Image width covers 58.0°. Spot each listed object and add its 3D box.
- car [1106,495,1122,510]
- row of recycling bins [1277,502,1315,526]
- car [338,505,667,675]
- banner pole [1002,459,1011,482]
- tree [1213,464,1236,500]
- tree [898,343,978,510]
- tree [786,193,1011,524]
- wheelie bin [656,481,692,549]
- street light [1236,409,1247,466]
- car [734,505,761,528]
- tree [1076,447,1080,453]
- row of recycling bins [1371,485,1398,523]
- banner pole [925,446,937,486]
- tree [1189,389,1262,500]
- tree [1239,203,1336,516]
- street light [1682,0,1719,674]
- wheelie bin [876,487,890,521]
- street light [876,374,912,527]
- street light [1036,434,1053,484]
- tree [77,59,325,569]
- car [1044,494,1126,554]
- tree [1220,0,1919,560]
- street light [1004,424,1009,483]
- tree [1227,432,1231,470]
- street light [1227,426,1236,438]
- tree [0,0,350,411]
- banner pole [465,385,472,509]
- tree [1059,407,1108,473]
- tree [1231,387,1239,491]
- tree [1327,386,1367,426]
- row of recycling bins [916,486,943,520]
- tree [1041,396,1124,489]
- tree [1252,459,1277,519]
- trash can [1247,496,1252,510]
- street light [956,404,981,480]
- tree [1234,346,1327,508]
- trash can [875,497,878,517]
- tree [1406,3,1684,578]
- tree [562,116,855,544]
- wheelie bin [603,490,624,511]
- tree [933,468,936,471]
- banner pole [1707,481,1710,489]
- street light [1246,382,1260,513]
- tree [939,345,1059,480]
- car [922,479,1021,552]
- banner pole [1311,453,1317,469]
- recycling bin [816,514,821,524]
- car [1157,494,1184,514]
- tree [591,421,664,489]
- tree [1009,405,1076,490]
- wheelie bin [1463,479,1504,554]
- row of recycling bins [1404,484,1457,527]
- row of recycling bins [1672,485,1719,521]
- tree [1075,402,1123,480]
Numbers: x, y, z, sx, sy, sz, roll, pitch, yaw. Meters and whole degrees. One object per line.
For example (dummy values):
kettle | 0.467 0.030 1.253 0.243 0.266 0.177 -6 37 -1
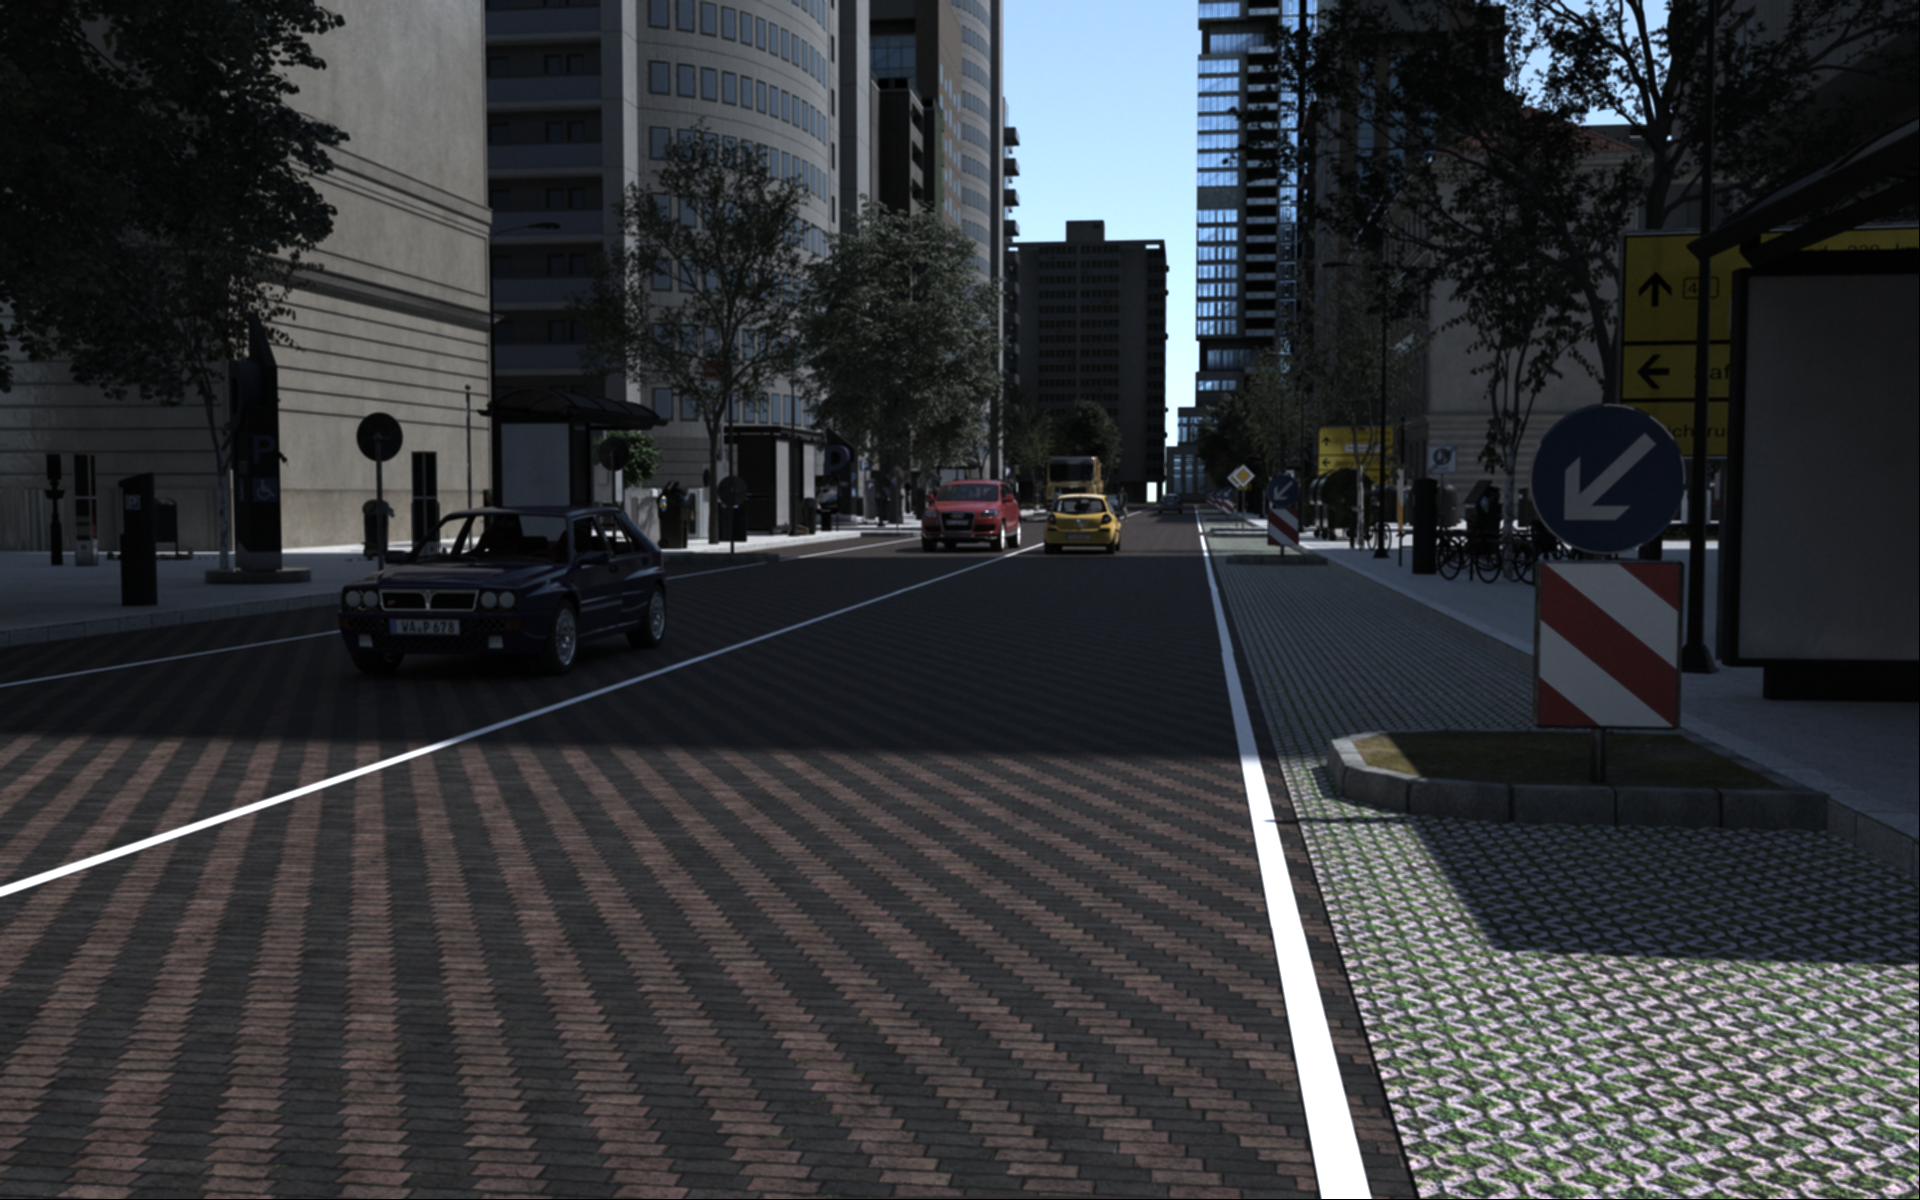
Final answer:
car | 13.942 -8.956 158.800 2.083 1.381 4.827 0 4 7
row of recycling bins | 13.795 -3.816 69.499 1.069 1.692 3.534 3 5 42
car | -3.823 -0.149 15.013 1.945 1.354 3.894 0 4 7
banner pole | 3.387 -8.218 124.384 0.863 3.779 0.401 -3 4 -36
tree | 29.099 -12.523 188.465 4.285 4.588 4.351 0 3 0
tree | -1.379 -8.100 82.801 4.737 8.622 4.395 0 3 0
tree | -2.675 -10.278 74.703 9.857 13.997 8.962 0 3 0
wheelie bin | -6.706 -2.005 40.696 0.693 1.594 0.980 1 4 11
street light | 16.021 -7.488 94.969 1.470 5.913 1.316 0 4 8
car | -9.248 -3.429 65.655 3.694 1.707 1.945 0 4 7
tree | 8.942 -12.921 161.620 4.737 8.622 4.395 0 3 0
row of recycling bins | 19.348 -4.355 78.322 1.069 1.692 3.534 -1 4 -21
banner pole | -1.444 -6.086 89.530 0.863 3.779 0.401 -1 4 -10
tree | 32.820 -18.623 211.146 9.857 13.997 8.962 0 3 0
tree | 9.959 -5.686 43.322 4.360 8.622 3.978 0 3 0
street light | 4.783 -2.440 12.439 1.470 5.913 1.316 0 4 8
wheelie bin | -3.578 -4.559 82.454 0.693 1.594 0.980 2 4 31
street light | -2.534 -5.794 67.268 1.470 5.913 1.316 0 4 8
street light | 6.515 -9.930 134.894 1.470 5.913 1.316 0 4 8
tree | -12.674 -4.824 29.229 4.360 8.622 3.978 0 3 0
car | 3.047 -1.981 42.614 2.015 1.641 3.980 0 4 8
tree | 7.077 -5.161 18.793 8.767 10.594 7.601 0 4 -6
street light | 3.438 -8.513 111.735 1.470 5.913 1.316 0 4 8
tree | 18.076 -9.242 101.462 4.360 8.622 3.978 0 3 0
street light | 19.063 -8.878 117.689 1.470 5.913 1.316 0 4 8
tree | -10.492 -6.778 17.470 9.857 13.997 8.962 0 3 0
banner pole | -11.192 -3.023 39.444 0.401 3.779 0.863 -1 4 -12
tree | 12.447 -15.370 185.711 7.601 10.594 8.767 2 4 30
tree | 15.169 -7.989 80.990 4.360 8.622 3.978 0 3 0
tree | 24.370 -9.948 113.013 4.737 8.622 4.395 0 3 0
row of recycling bins | -1.169 -4.877 86.854 1.069 1.692 3.534 2 4 24
tree | 14.464 -17.428 201.955 9.611 12.733 9.660 0 3 0
tree | 16.299 -5.875 90.659 1.663 3.219 1.824 0 3 0
trash can | 22.840 -7.595 135.826 0.748 1.137 0.748 0 3 0
street light | 0.386 -7.154 89.510 1.470 5.913 1.316 0 4 8
tree | 15.458 -8.275 85.654 4.737 8.622 4.395 0 3 0
trash can | -4.527 -5.203 96.725 0.748 1.137 0.748 0 3 0
tree | 8.611 -4.646 26.324 4.360 8.622 3.978 0 3 0
tree | -6.479 -6.691 43.806 8.767 10.594 7.601 2 4 23
wheelie bin | -12.092 -3.185 59.986 0.980 1.594 0.693 1 4 18
tree | -1.595 -7.291 113.816 1.663 3.219 1.824 0 3 0
banner pole | 53.494 -8.195 124.006 0.863 3.779 0.401 -2 4 -28
street light | 12.826 -6.089 72.097 1.470 5.913 1.316 0 4 8
tree | 1.432 -10.463 105.490 8.767 10.594 7.601 0 4 2
car | 0.348 -2.200 44.648 2.281 1.827 5.304 1 4 9
banner pole | 21.815 -7.120 106.426 0.863 3.779 0.401 3 5 40
recycling bin | -5.834 -3.842 75.368 0.722 1.027 0.722 2 4 29
car | 15.605 -7.121 128.424 2.014 1.417 4.499 0 4 7
tree | -14.518 -5.584 75.012 4.285 4.588 4.351 0 3 0
tree | 5.995 -11.683 141.386 4.737 8.622 4.395 0 3 0
wheelie bin | 11.251 -1.793 37.221 0.693 1.594 0.980 0 4 -8
row of recycling bins | 18.998 -3.829 69.714 1.069 1.692 3.534 0 4 -6
row of recycling bins | 35.804 -4.663 83.350 3.534 1.692 1.069 1 4 15
tree | 16.506 -18.066 213.507 7.486 12.596 7.792 0 3 0
